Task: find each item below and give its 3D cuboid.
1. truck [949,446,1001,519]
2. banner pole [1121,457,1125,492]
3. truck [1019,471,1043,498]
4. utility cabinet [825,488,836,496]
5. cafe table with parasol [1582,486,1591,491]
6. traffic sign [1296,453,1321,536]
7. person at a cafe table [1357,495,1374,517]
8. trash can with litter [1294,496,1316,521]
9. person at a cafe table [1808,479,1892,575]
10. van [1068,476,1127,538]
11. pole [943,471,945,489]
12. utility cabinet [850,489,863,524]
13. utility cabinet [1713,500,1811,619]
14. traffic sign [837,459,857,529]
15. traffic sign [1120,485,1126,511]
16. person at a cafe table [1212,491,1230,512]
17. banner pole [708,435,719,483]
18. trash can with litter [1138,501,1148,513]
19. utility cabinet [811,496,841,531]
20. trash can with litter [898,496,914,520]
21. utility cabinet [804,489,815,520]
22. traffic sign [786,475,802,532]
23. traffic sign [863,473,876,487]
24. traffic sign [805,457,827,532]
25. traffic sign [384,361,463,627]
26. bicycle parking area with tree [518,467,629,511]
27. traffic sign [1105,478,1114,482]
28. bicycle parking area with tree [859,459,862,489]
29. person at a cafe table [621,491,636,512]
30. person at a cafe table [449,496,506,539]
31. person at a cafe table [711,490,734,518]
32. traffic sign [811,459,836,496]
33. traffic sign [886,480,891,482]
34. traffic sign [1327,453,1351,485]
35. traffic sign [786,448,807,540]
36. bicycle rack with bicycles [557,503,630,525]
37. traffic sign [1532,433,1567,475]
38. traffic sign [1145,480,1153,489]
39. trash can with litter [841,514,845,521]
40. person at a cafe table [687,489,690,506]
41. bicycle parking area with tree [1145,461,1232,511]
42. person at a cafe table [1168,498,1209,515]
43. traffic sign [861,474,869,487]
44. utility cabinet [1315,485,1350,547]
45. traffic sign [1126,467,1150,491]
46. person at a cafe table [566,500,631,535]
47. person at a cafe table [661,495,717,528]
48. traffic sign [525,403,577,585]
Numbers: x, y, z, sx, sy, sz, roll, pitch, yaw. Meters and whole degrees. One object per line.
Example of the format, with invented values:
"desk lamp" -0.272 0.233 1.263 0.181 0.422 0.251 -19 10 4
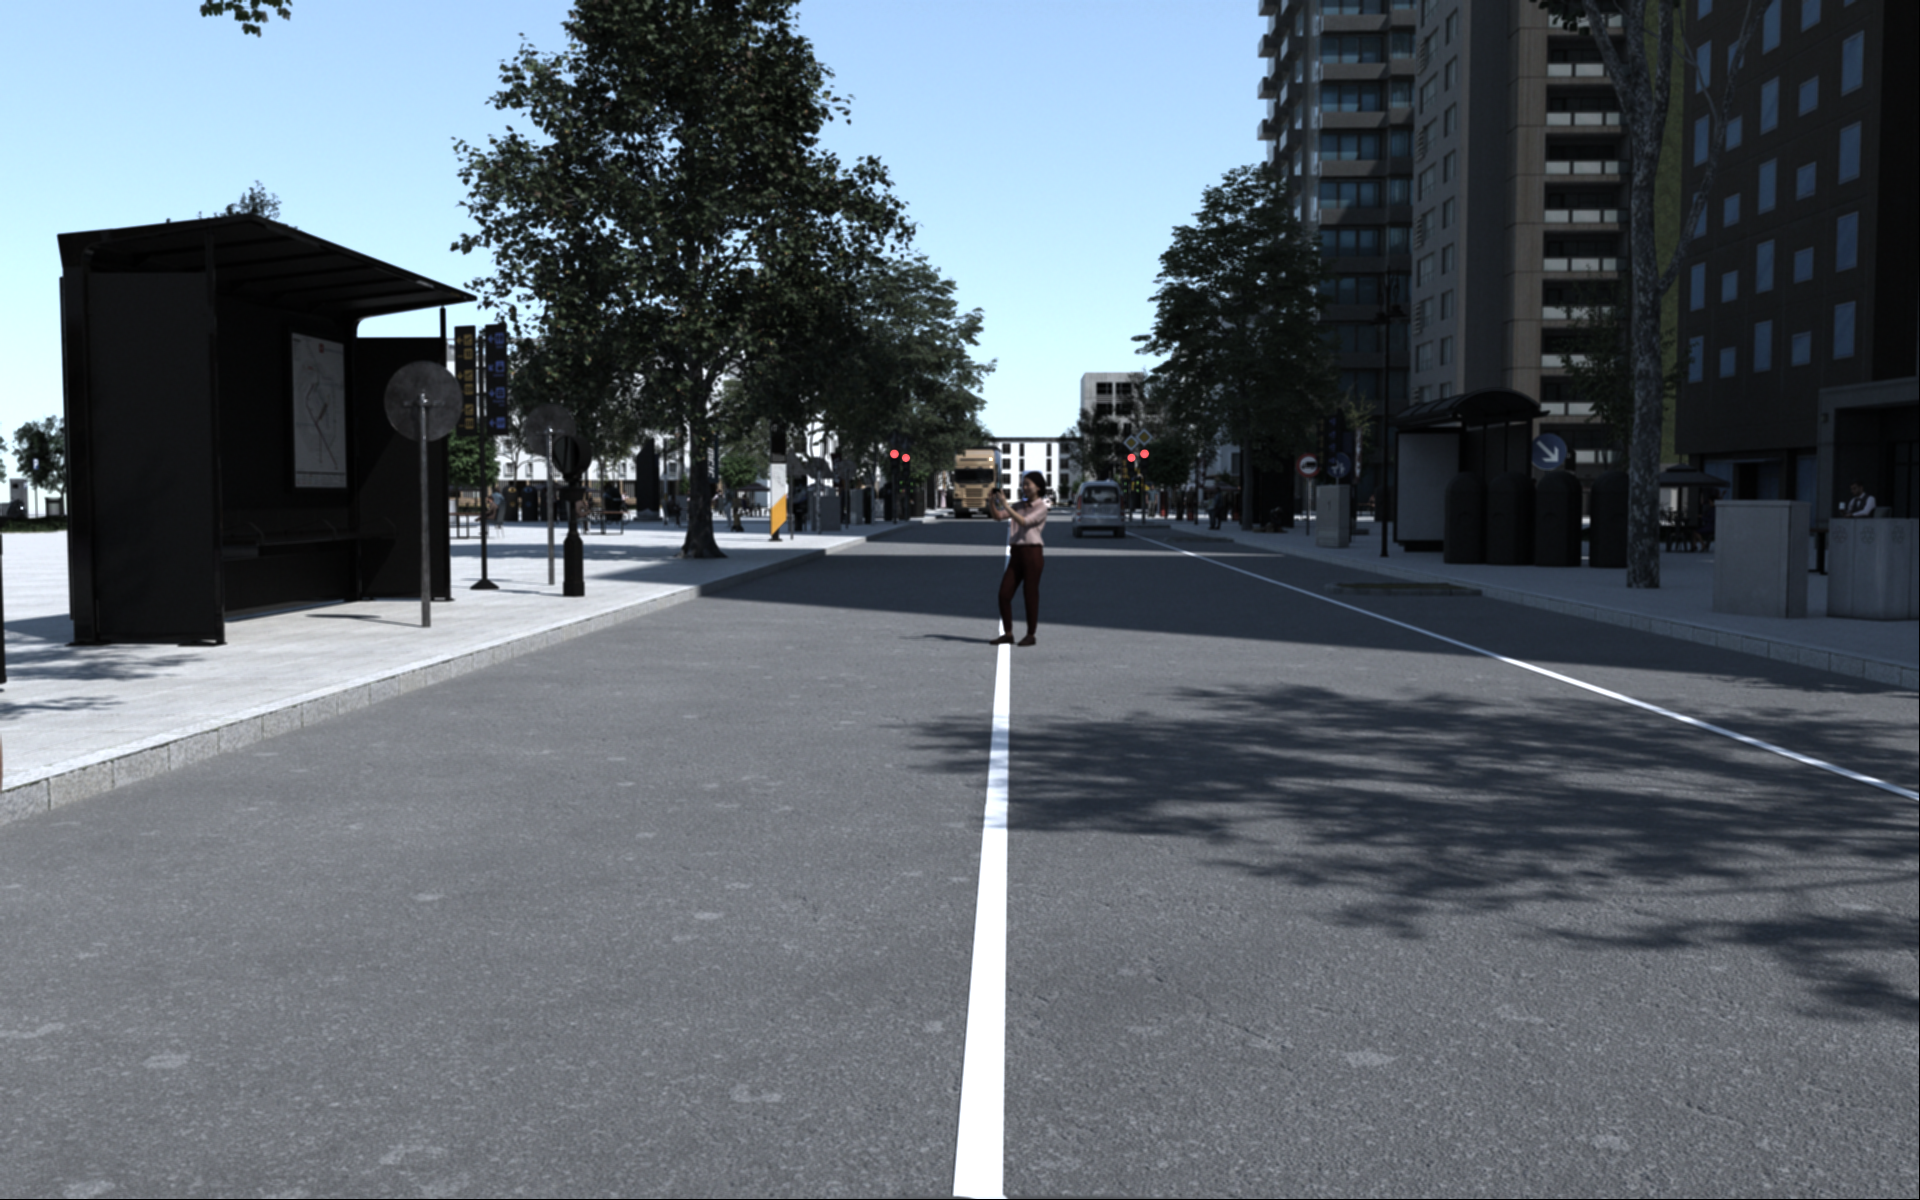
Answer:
"truck" 1.052 -6.988 103.164 2.839 4.237 11.283 0 4 3
"banner pole" 10.991 -7.765 116.968 0.401 3.779 0.863 2 4 25
"truck" 8.098 -12.440 193.152 2.967 4.110 18.799 0 4 2
"utility cabinet" -5.084 -3.626 67.967 0.318 1.500 1.173 -1 4 -11
"cafe table with parasol" 30.266 -5.004 86.675 2.610 1.966 2.610 2 4 27
"traffic sign" 10.745 -3.262 53.441 0.768 2.556 0.104 1 4 11
"person at a cafe table" 23.013 -5.290 97.345 1.698 1.238 1.726 3 5 39
"trash can with litter" 16.547 -4.426 83.416 2.233 1.210 1.678 3 4 36
"person at a cafe table" 14.237 -1.196 28.065 1.622 1.524 1.698 -1 4 -11
"van" 4.627 -3.116 57.961 2.013 2.044 4.112 0 4 2
"pole" -1.391 -9.647 151.574 0.158 3.312 0.155 0 3 0
"utility cabinet" -4.363 -3.919 72.748 0.318 1.500 1.173 -1 4 -16
"utility cabinet" 8.460 -0.436 18.295 0.306 1.237 1.020 -1 4 -21
"traffic sign" -4.167 -3.891 63.724 0.768 2.556 0.104 0 4 7
"traffic sign" 12.473 -7.985 130.550 0.884 2.594 0.081 0 4 7
"person at a cafe table" 18.955 -7.213 126.451 1.622 1.524 1.698 0 4 3
"banner pole" -7.320 -3.655 49.780 0.863 3.779 0.401 -1 4 -20
"trash can with litter" 12.462 -6.418 115.984 1.678 1.210 2.233 0 4 3
"utility cabinet" -4.691 -3.020 60.542 1.020 1.237 0.306 -1 4 -13
"trash can with litter" -2.704 -4.533 85.496 0.624 1.170 1.055 1 4 13
"utility cabinet" -7.419 -4.539 82.896 0.318 1.500 1.173 2 4 34
"traffic sign" -5.823 -3.609 59.005 0.884 2.594 0.081 0 4 3
"traffic sign" -5.156 -6.047 98.969 0.768 2.556 0.104 1 4 10
"traffic sign" -4.907 -3.612 59.158 0.768 2.556 0.104 0 4 7
"traffic sign" -5.144 -1.009 16.611 0.768 2.556 0.104 0 4 3
"bicycle parking area with tree" -29.932 -8.840 131.541 9.016 4.147 8.231 -1 4 -15
"traffic sign" 11.850 -8.409 137.597 0.768 2.556 0.104 0 4 3
"bicycle parking area with tree" -10.442 -9.142 136.476 8.231 4.147 9.016 0 4 -1
"person at a cafe table" -22.156 -6.581 116.120 1.622 1.524 1.698 0 4 -3
"person at a cafe table" -14.056 -2.405 50.179 1.726 1.238 1.698 0 4 6
"person at a cafe table" -13.141 -5.238 94.160 1.698 1.524 1.622 -2 4 -24
"traffic sign" -4.806 -3.726 60.920 0.884 2.594 0.081 0 4 4
"traffic sign" -4.156 -6.451 105.572 0.768 2.556 0.104 1 4 11
"traffic sign" 11.609 -3.249 53.233 0.768 2.556 0.104 1 4 11
"traffic sign" -4.719 -2.969 48.541 0.884 2.594 0.081 0 4 7
"bicycle rack with bicycles" -15.607 -3.620 72.576 2.925 0.926 2.852 3 5 44
"traffic sign" 12.323 -2.219 36.380 0.768 2.556 0.104 1 4 10
"traffic sign" 13.235 -7.367 120.555 0.768 2.556 0.104 0 4 4
"trash can with litter" -5.960 -4.507 84.747 1.678 1.210 2.233 0 4 -1
"person at a cafe table" -20.597 -7.883 137.396 1.698 1.524 1.622 -1 4 -18
"bicycle parking area with tree" 18.486 -9.174 137.004 9.016 4.147 8.231 2 4 30
"person at a cafe table" 13.945 -5.985 106.362 1.698 1.524 1.622 -2 4 -32
"traffic sign" -5.757 -6.529 106.860 0.768 2.556 0.104 0 4 5
"utility cabinet" 8.929 -2.011 41.555 0.318 1.500 1.173 -1 4 -15
"traffic sign" 13.668 -8.473 132.401 2.265 3.308 0.079 0 4 6
"person at a cafe table" -11.615 -2.689 54.830 1.726 1.238 1.698 -3 5 -43
"person at a cafe table" -10.535 -3.386 66.216 1.726 1.238 1.698 -2 4 -32
"traffic sign" -5.761 -1.483 24.354 0.768 2.556 0.104 1 4 10
